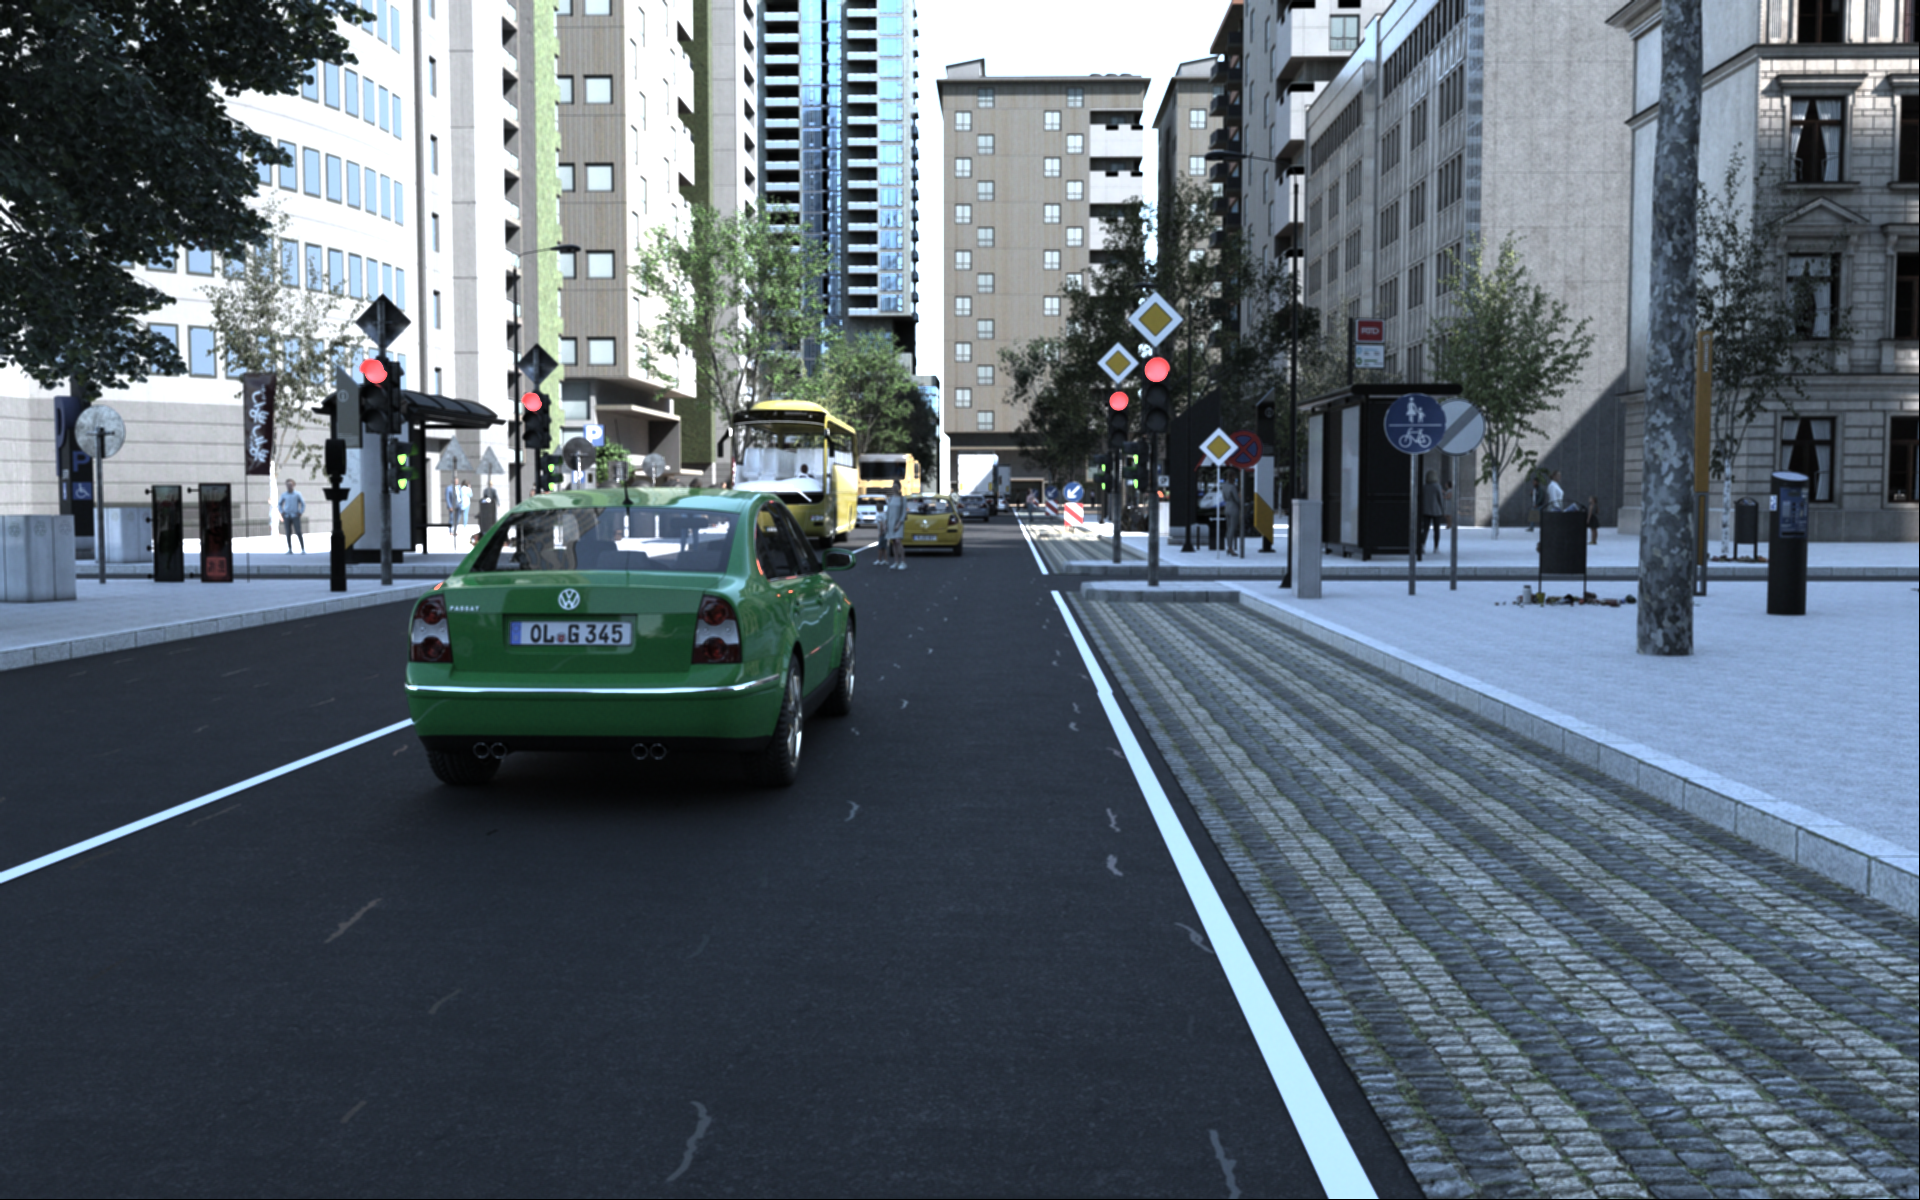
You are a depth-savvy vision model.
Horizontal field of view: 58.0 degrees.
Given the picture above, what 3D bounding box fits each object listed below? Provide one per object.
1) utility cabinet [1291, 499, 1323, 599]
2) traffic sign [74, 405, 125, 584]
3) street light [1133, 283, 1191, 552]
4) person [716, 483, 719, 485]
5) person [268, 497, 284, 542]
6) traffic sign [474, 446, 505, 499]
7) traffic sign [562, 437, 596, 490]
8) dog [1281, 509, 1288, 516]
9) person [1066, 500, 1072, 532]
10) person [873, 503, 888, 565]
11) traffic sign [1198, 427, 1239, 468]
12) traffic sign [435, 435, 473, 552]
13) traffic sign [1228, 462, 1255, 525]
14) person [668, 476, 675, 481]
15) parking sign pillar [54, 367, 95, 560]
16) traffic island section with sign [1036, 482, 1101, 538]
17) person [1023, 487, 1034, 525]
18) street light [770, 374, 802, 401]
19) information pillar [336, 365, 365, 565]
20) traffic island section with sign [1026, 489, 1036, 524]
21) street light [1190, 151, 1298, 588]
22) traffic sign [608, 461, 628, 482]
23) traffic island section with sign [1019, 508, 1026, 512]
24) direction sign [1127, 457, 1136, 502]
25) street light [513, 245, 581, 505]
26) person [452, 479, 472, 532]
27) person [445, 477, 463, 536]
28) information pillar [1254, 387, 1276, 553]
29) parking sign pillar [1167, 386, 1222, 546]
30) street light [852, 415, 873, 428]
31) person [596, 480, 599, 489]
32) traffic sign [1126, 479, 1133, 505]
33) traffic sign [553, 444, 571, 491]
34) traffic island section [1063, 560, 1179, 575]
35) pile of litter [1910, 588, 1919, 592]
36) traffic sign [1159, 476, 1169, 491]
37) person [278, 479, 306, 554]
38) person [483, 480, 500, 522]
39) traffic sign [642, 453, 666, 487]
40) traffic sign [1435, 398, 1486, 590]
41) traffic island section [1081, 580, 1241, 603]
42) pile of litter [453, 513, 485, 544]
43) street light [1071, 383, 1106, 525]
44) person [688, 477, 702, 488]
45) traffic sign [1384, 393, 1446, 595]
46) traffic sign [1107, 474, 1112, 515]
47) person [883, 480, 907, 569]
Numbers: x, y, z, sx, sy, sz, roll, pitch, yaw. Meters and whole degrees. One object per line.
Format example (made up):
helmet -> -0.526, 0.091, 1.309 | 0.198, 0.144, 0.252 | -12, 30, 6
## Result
utility cabinet -> 4.355, -0.646, 21.731 | 0.306, 1.237, 1.020 | 0, 4, 6
traffic sign -> -12.301, -1.509, 24.770 | 0.768, 2.556, 0.104 | 0, 4, 6
street light -> 4.516, -4.019, 38.245 | 1.470, 5.913, 1.316 | 0, 4, 2
person -> -11.664, -4.710, 83.305 | 0.600, 1.795, 0.529 | -2, 4, -30
person -> -18.234, -2.146, 46.143 | 0.382, 1.210, 0.505 | -1, 4, -16
traffic sign -> -12.682, -2.855, 46.684 | 0.884, 2.594, 0.081 | 1, 4, 8
traffic sign -> -8.493, -2.354, 38.600 | 0.768, 2.556, 0.104 | 0, 4, 8
dog -> 19.434, -5.186, 102.524 | 0.550, 0.427, 0.748 | -3, 5, -44
person -> 4.164, -3.214, 65.718 | 0.362, 1.253, 0.373 | -1, 4, -15
person -> -1.597, -1.342, 35.134 | 0.332, 1.250, 0.352 | -3, 4, -35
traffic sign -> 5.088, -2.094, 33.970 | 0.795, 2.593, 0.064 | 0, 4, 7
traffic sign -> -11.217, -2.349, 38.408 | 0.884, 2.594, 0.081 | 0, 4, 8
traffic sign -> 6.619, -2.490, 40.711 | 0.884, 2.594, 0.081 | 0, 4, 4
person -> -8.768, -2.883, 53.150 | 0.822, 1.834, 0.622 | 0, 4, -2
parking sign pillar -> -17.484, -2.798, 34.217 | 1.447, 3.967, 1.447 | -3, 4, -36
traffic island section with sign -> 3.605, -2.964, 57.090 | 1.989, 1.847, 2.006 | 0, 4, 2
person -> 3.263, -4.352, 80.240 | 0.643, 1.750, 0.593 | -3, 4, -37
street light -> -6.821, -5.799, 67.361 | 1.470, 5.913, 1.316 | 0, 4, 2
information pillar -> -11.085, -2.453, 31.465 | 0.504, 3.616, 0.183 | 1, 4, 16
traffic island section with sign -> 4.331, -4.627, 84.278 | 1.989, 1.847, 2.006 | 0, 4, 2
street light -> 4.004, -3.122, 23.587 | 1.470, 5.913, 1.316 | 0, 4, 2
traffic sign -> -10.506, -3.124, 53.203 | 0.606, 2.300, 0.079 | 0, 4, 3
traffic island section with sign -> 5.683, -7.708, 134.648 | 1.989, 1.847, 2.006 | 0, 4, 2
direction sign -> 10.643, -6.973, 106.003 | 0.876, 3.537, 0.379 | -1, 4, -11
street light -> -7.758, -3.662, 32.418 | 1.470, 5.913, 1.316 | 0, 4, 2
person -> -16.912, -3.210, 58.787 | 0.793, 1.790, 0.793 | -2, 4, -26
person -> -15.445, -2.852, 52.850 | 0.419, 1.800, 0.721 | 2, 4, 24
information pillar -> 6.688, -2.853, 37.995 | 0.504, 3.616, 0.183 | -2, 4, -28
parking sign pillar -> 5.970, -3.378, 43.697 | 1.447, 3.967, 1.447 | 2, 4, 26
street light -> -5.795, -7.917, 101.980 | 1.470, 5.913, 1.316 | 0, 4, 2
person -> -14.105, -3.745, 67.376 | 0.694, 1.812, 0.767 | 3, 5, 41
traffic sign -> 7.759, -4.789, 80.438 | 0.606, 2.300, 0.079 | 1, 4, 8
traffic sign -> -10.484, -2.771, 45.302 | 0.884, 2.594, 0.081 | 0, 4, 4
traffic island section -> 2.935, -0.604, 32.161 | 2.009, 0.180, 2.903 | 0, 4, 2
pile of litter -> 13.113, -0.515, 22.390 | 1.176, 0.858, 1.719 | 0, 4, 4
traffic sign -> 11.439, -5.824, 97.350 | 0.606, 2.300, 0.079 | 0, 4, 2
person -> -14.294, -1.785, 37.040 | 0.589, 1.601, 0.330 | 0, 4, -3
person -> -16.682, -3.373, 61.607 | 0.576, 1.772, 0.534 | -2, 4, -24
traffic sign -> -9.546, -3.294, 53.964 | 0.768, 2.556, 0.104 | 1, 4, 10
traffic sign -> 6.606, -1.407, 23.115 | 0.768, 2.556, 0.104 | 0, 4, 2
traffic island section -> 2.722, -0.116, 24.179 | 2.009, 0.180, 2.903 | 0, 4, 2
pile of litter -> -12.148, -1.873, 44.581 | 1.719, 0.858, 1.176 | 1, 4, 16
street light -> 5.443, -6.134, 72.829 | 1.470, 5.913, 1.316 | 0, 4, 2
person -> -5.790, -1.736, 37.152 | 0.793, 1.790, 0.793 | 3, 5, 44
traffic sign -> 5.754, -1.337, 21.970 | 0.768, 2.556, 0.104 | 0, 4, 7
traffic sign -> 8.885, -6.379, 104.395 | 0.768, 2.556, 0.104 | 0, 4, 6
person -> -1.211, -1.452, 33.250 | 0.512, 1.701, 0.522 | 2, 4, 30
